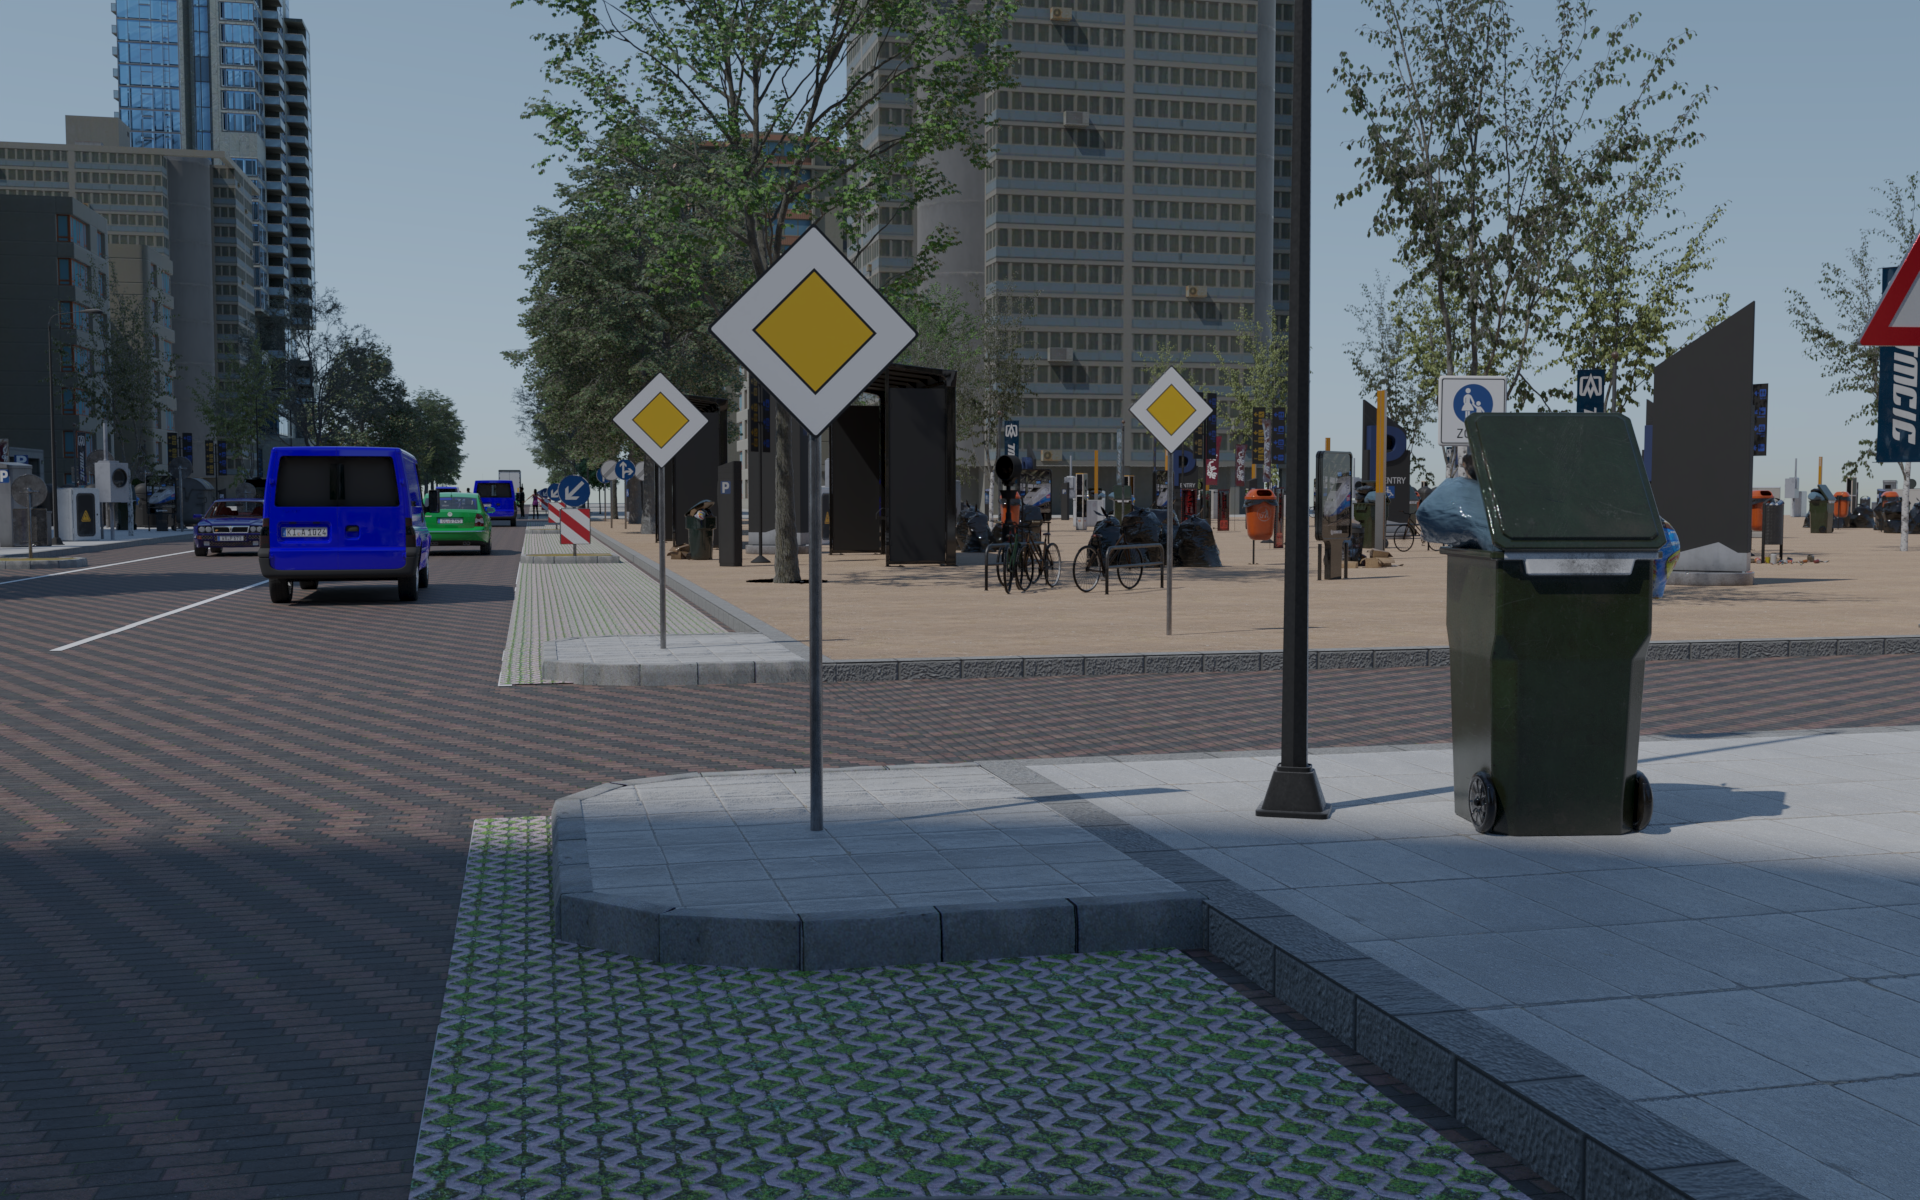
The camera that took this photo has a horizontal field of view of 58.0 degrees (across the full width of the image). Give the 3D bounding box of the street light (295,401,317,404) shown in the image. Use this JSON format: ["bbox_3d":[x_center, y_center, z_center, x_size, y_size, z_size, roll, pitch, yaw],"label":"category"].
[{"bbox_3d":[-32.716,-6.955,86.255,1.470,5.913,1.316,-1,4,-14],"label":"street light"}]

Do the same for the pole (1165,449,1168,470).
[{"bbox_3d":[8.208,-4.562,68.437,0.158,3.312,0.155,0,3,0],"label":"pole"}]

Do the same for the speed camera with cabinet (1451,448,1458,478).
[{"bbox_3d":[18.136,-4.138,61.999,0.660,3.252,2.038,-1,4,-10],"label":"speed camera with cabinet"}]

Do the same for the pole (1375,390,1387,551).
[{"bbox_3d":[8.298,-2.465,34.138,0.158,3.312,0.155,0,3,0],"label":"pole"}]

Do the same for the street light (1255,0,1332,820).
[{"bbox_3d":[0.819,-2.088,6.680,1.470,5.913,1.316,-1,4,-14],"label":"street light"}]

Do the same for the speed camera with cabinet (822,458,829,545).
[{"bbox_3d":[-3.367,-3.049,44.189,0.660,3.252,2.038,1,4,23],"label":"speed camera with cabinet"}]

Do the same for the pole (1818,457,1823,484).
[{"bbox_3d":[46.823,-6.144,94.304,0.158,3.312,0.155,0,3,0],"label":"pole"}]

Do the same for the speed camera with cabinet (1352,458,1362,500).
[{"bbox_3d":[21.010,-6.124,94.471,2.038,3.252,0.660,-1,4,-21],"label":"speed camera with cabinet"}]

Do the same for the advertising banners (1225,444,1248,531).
[{"bbox_3d":[9.124,-3.909,60.098,2.074,3.025,0.090,-2,4,-27],"label":"advertising banners"}]

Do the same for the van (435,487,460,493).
[{"bbox_3d":[-41.193,-8.240,139.116,2.240,2.365,5.245,-1,4,-13],"label":"van"}]

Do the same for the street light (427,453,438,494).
[{"bbox_3d":[-60.380,-13.798,198.143,1.470,5.913,1.316,-1,4,-14],"label":"street light"}]

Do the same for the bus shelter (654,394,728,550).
[{"bbox_3d":[-6.800,-3.137,42.574,1.731,3.624,6.357,-1,4,-14],"label":"bus shelter"}]

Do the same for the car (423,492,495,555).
[{"bbox_3d":[-12.285,-2.030,41.992,1.959,1.807,4.718,-1,4,-14],"label":"car"}]

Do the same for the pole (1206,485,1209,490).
[{"bbox_3d":[10.814,-5.015,75.836,0.158,3.312,0.155,0,3,0],"label":"pole"}]

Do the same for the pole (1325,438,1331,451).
[{"bbox_3d":[13.268,-4.203,62.563,0.158,3.312,0.155,0,3,0],"label":"pole"}]

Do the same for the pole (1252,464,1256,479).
[{"bbox_3d":[13.683,-5.309,80.638,0.158,3.312,0.155,0,3,0],"label":"pole"}]

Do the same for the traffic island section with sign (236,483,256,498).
[{"bbox_3d":[-24.753,-3.144,60.035,1.989,1.847,2.006,-1,4,-14],"label":"traffic island section with sign"}]

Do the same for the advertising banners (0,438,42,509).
[{"bbox_3d":[-29.378,-3.544,54.139,2.074,3.025,0.090,2,4,30],"label":"advertising banners"}]

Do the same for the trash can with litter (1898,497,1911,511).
[{"bbox_3d":[39.031,-3.680,71.555,1.055,1.170,0.624,-2,4,-31],"label":"trash can with litter"}]

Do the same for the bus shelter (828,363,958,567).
[{"bbox_3d":[-1.539,-2.581,33.478,1.731,3.624,6.357,-1,4,-14],"label":"bus shelter"}]

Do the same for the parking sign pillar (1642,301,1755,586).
[{"bbox_3d":[10.589,-2.215,24.695,1.447,3.967,1.447,2,4,31],"label":"parking sign pillar"}]

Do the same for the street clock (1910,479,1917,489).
[{"bbox_3d":[44.870,-4.724,81.811,0.471,2.002,0.358,0,3,0],"label":"street clock"}]

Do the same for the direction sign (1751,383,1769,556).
[{"bbox_3d":[16.267,-2.679,35.794,0.379,3.537,0.876,-2,4,-28],"label":"direction sign"}]

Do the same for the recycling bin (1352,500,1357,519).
[{"bbox_3d":[16.310,-3.608,71.542,0.722,1.027,0.722,-1,4,-10],"label":"recycling bin"}]

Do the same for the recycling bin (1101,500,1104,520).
[{"bbox_3d":[5.792,-3.754,73.935,0.722,1.027,0.722,0,4,3],"label":"recycling bin"}]

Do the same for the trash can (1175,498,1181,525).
[{"bbox_3d":[7.600,-2.889,58.881,0.748,1.137,0.748,0,3,0],"label":"trash can"}]

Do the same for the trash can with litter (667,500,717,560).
[{"bbox_3d":[-5.273,-1.371,33.795,1.055,1.170,0.624,2,4,30],"label":"trash can with litter"}]

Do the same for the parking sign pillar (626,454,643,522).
[{"bbox_3d":[-14.844,-5.630,80.530,1.447,3.967,1.447,-2,4,-28],"label":"parking sign pillar"}]

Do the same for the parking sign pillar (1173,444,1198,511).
[{"bbox_3d":[9.885,-5.404,76.831,1.447,3.967,1.447,-1,4,-9],"label":"parking sign pillar"}]

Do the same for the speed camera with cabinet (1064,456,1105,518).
[{"bbox_3d":[6.418,-5.798,89.138,2.038,3.252,0.660,1,4,20],"label":"speed camera with cabinet"}]

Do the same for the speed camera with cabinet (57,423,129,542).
[{"bbox_3d":[-23.851,-3.260,47.641,0.660,3.252,2.038,1,4,18],"label":"speed camera with cabinet"}]

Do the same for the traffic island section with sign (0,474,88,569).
[{"bbox_3d":[-18.281,-1.544,33.865,1.989,1.847,2.006,-1,4,-14],"label":"traffic island section with sign"}]

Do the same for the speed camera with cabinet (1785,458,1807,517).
[{"bbox_3d":[46.474,-6.236,96.288,0.660,3.252,2.038,3,5,43],"label":"speed camera with cabinet"}]

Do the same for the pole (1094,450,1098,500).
[{"bbox_3d":[6.374,-5.330,80.985,0.158,3.312,0.155,0,3,0],"label":"pole"}]

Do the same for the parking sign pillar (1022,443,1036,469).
[{"bbox_3d":[3.614,-6.244,90.565,1.447,3.967,1.447,-1,4,-13],"label":"parking sign pillar"}]

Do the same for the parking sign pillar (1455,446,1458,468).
[{"bbox_3d":[21.678,-5.222,73.844,1.447,3.967,1.447,-1,4,-9],"label":"parking sign pillar"}]

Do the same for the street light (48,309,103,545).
[{"bbox_3d":[-22.187,-4.339,43.487,1.470,5.913,1.316,-1,4,-14],"label":"street light"}]

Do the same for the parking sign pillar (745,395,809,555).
[{"bbox_3d":[-3.900,-2.983,37.241,1.447,3.967,1.447,2,4,25],"label":"parking sign pillar"}]

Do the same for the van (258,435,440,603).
[{"bbox_3d":[-8.605,-1.236,24.593,2.240,2.365,5.245,-1,4,-15],"label":"van"}]

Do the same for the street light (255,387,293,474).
[{"bbox_3d":[-29.965,-6.286,75.313,1.470,5.913,1.316,-1,4,-14],"label":"street light"}]

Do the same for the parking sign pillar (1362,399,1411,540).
[{"bbox_3d":[12.144,-3.725,49.371,1.447,3.967,1.447,-1,4,-10],"label":"parking sign pillar"}]

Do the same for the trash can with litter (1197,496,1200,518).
[{"bbox_3d":[8.370,-3.251,64.209,2.233,1.210,1.678,-1,4,-9],"label":"trash can with litter"}]

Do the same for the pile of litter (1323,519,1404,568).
[{"bbox_3d":[7.125,-1.012,30.512,1.719,0.858,1.176,-1,4,-20],"label":"pile of litter"}]

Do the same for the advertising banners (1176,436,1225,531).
[{"bbox_3d":[6.901,-3.435,52.354,2.074,3.025,0.090,2,4,24],"label":"advertising banners"}]

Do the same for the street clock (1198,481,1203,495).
[{"bbox_3d":[13.224,-5.563,95.520,0.471,2.002,0.358,2,4,28],"label":"street clock"}]

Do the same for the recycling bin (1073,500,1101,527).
[{"bbox_3d":[4.931,-3.397,68.087,0.722,1.027,0.722,-2,4,-28],"label":"recycling bin"}]

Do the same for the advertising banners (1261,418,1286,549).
[{"bbox_3d":[7.548,-2.733,40.874,0.090,3.025,2.074,2,4,35],"label":"advertising banners"}]

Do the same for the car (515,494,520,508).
[{"bbox_3d":[-47.966,-10.803,185.426,1.959,1.807,4.718,-1,4,-13],"label":"car"}]

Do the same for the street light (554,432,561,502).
[{"bbox_3d":[-29.480,-9.623,129.880,1.470,5.913,1.316,-1,4,-14],"label":"street light"}]

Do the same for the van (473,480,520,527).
[{"bbox_3d":[-20.813,-4.466,77.410,2.240,2.365,5.245,-1,4,-15],"label":"van"}]

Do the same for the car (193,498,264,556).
[{"bbox_3d":[-17.126,-1.754,41.253,1.945,1.354,3.894,-1,4,-16],"label":"car"}]

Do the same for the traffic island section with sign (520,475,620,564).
[{"bbox_3d":[-8.195,-1.690,36.266,1.989,1.847,2.006,-1,4,-14],"label":"traffic island section with sign"}]

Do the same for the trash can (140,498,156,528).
[{"bbox_3d":[-30.748,-3.313,65.818,0.748,1.137,0.748,0,3,0],"label":"trash can"}]

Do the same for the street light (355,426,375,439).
[{"bbox_3d":[-40.569,-8.900,118.063,1.470,5.913,1.316,-1,4,-14],"label":"street light"}]

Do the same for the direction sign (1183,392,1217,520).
[{"bbox_3d":[5.459,-2.854,38.666,0.379,3.537,0.876,3,5,42],"label":"direction sign"}]

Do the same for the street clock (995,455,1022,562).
[{"bbox_3d":[0.899,-1.684,32.110,0.471,2.002,0.358,3,5,44],"label":"street clock"}]

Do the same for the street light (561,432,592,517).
[{"bbox_3d":[-21.638,-7.678,98.069,1.470,5.913,1.316,-1,4,-14],"label":"street light"}]

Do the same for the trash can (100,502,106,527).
[{"bbox_3d":[-33.559,-3.409,67.393,0.748,1.137,0.748,0,3,0],"label":"trash can"}]
